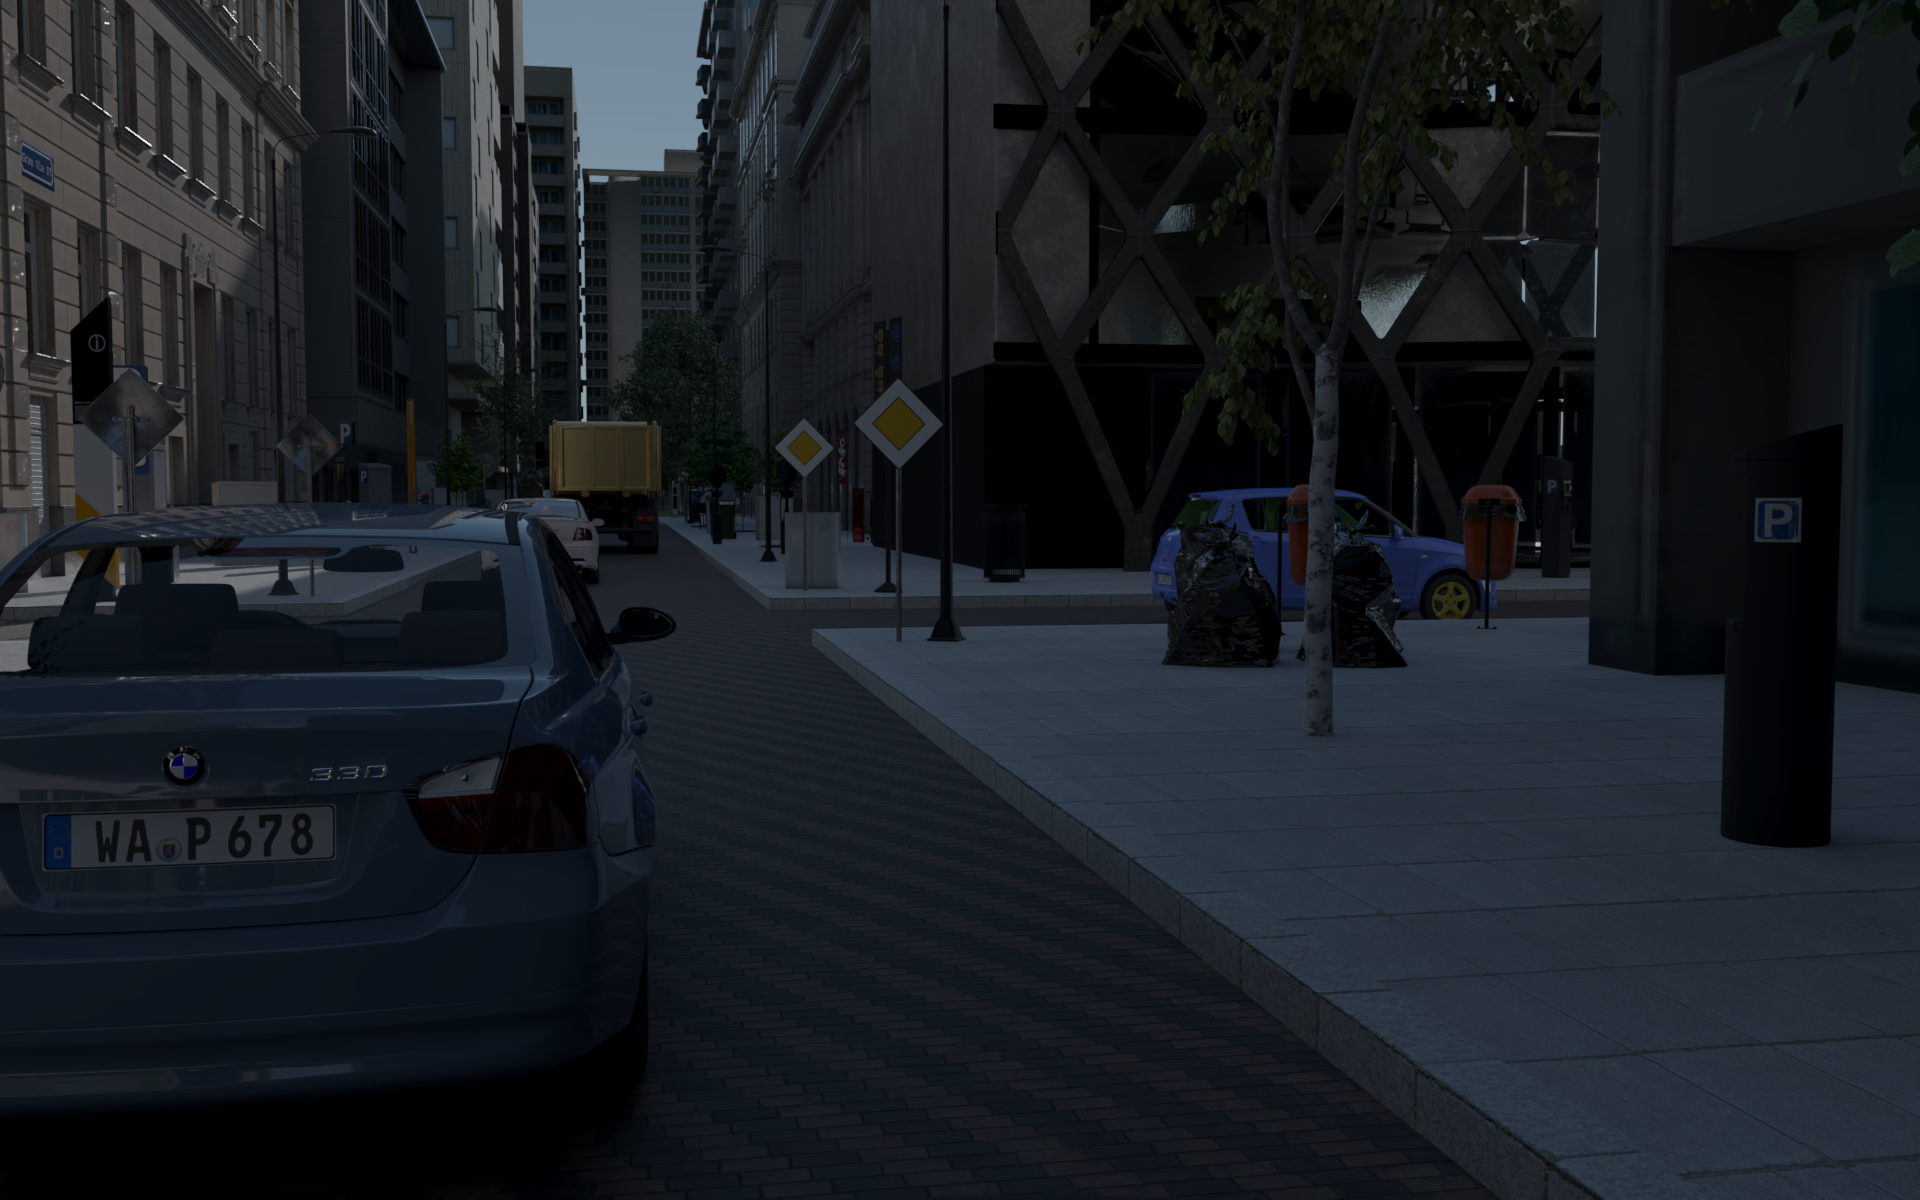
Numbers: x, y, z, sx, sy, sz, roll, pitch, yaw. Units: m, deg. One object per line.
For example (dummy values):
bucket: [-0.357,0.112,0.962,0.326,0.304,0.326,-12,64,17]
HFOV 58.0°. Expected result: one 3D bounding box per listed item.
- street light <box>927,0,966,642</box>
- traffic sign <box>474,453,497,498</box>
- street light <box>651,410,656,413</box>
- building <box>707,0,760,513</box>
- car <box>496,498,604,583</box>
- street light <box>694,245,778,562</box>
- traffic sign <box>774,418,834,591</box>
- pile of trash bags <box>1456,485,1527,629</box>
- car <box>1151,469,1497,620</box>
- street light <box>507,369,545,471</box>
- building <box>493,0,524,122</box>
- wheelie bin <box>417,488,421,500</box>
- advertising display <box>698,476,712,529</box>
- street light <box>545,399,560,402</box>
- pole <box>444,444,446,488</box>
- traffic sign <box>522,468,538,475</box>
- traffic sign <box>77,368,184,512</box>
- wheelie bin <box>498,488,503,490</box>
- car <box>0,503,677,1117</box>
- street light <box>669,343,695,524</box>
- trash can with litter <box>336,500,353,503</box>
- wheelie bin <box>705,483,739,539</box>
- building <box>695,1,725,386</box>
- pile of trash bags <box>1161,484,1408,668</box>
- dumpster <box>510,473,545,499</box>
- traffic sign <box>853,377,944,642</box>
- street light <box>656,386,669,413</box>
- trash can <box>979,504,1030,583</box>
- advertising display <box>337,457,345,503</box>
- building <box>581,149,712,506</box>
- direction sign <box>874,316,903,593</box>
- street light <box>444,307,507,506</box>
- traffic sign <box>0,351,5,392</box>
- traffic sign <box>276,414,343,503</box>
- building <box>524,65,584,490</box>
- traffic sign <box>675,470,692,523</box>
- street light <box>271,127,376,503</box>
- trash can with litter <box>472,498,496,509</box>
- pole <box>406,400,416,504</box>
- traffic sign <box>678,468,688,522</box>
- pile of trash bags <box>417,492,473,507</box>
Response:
street light: [-0.651,-2.592,14.922,1.470,5.913,1.316,-1,4,-11]
traffic sign: [-14.745,-3.277,53.691,0.768,2.556,0.104,0,4,-2]
street light: [-16.441,-7.576,96.407,1.470,5.913,1.316,-1,4,-11]
building: [-6.917,-31.049,127.255,23.786,49.044,30.456,-1,4,-11]
car: [-7.001,-1.016,28.981,2.083,1.381,4.827,-1,4,-13]
street light: [-4.168,-3.674,32.616,1.470,5.913,1.316,-1,4,-11]
traffic sign: [-2.052,-1.176,22.862,0.795,2.450,0.064,-1,4,-11]
pile of trash bags: [6.413,-0.393,16.176,3.447,1.369,1.912,1,4,21]
car: [3.969,-0.569,18.892,3.694,1.707,1.945,-1,4,-10]
street light: [-16.287,-5.603,64.143,1.470,5.913,1.316,-1,4,-11]
building: [-42.835,-30.030,141.105,14.600,45.320,14.200,-1,4,-11]
wheelie bin: [-29.199,-5.184,92.672,0.980,1.594,0.693,1,4,14]
advertising display: [-9.037,-3.525,62.841,0.974,1.923,0.123,1,4,15]
street light: [-20.231,-6.874,84.928,1.470,5.913,1.316,-1,4,-11]
pole: [-19.187,-4.338,64.778,0.158,3.312,0.155,0,3,0]
traffic sign: [-20.828,-5.127,83.935,0.768,2.556,0.104,0,4,-6]
traffic sign: [-6.619,-0.625,13.869,0.795,2.450,0.064,-1,4,-11]
wheelie bin: [-23.684,-4.971,89.180,0.693,1.594,0.980,0,4,3]
car: [-1.872,0.407,5.345,2.014,1.417,4.499,-1,4,-11]
street light: [-8.154,-4.959,53.621,1.470,5.913,1.316,-1,4,-11]
trash can with litter: [-11.427,-1.322,33.010,0.624,1.170,1.055,2,4,34]
wheelie bin: [-6.777,-2.525,49.186,0.980,1.594,0.693,-2,4,-28]
building: [-12.368,-30.706,156.667,22.147,44.769,28.867,-1,4,-11]
pile of trash bags: [2.752,-0.279,14.312,1.912,1.369,3.447,1,4,16]
dumpster: [-19.829,-4.702,79.375,1.502,2.255,1.985,-1,4,-11]
traffic sign: [-0.534,-0.696,15.022,0.795,2.450,0.064,-1,4,-11]
street light: [-12.203,-6.250,74.723,1.470,5.913,1.316,-1,4,-11]
trash can: [0.646,-0.832,25.256,0.748,1.137,0.748,0,3,0]
advertising display: [-10.961,-1.559,30.708,0.123,1.923,0.974,-1,4,-19]
building: [-30.920,-30.959,198.056,23.993,40.220,32.217,-1,4,-11]
direction sign: [-0.938,-1.868,22.546,0.379,3.537,0.876,-2,4,-25]
street light: [-12.165,-4.308,42.984,1.470,5.913,1.316,-1,4,-11]
traffic sign: [-7.216,-0.750,12.368,0.768,2.556,0.104,0,4,-6]
traffic sign: [-8.138,-1.105,21.709,0.795,2.450,0.064,-1,4,-11]
building: [-52.157,-34.487,187.569,21.600,48.544,21.300,-1,4,-11]
traffic sign: [-12.179,-4.693,76.727,0.884,2.594,0.081,0,4,-1]
street light: [-8.077,-3.023,21.963,1.470,5.913,1.316,-1,4,-11]
trash can with litter: [-14.696,-2.542,52.948,0.624,1.170,1.055,1,4,15]
pole: [-11.869,-2.669,37.486,0.158,3.312,0.155,0,3,0]
traffic sign: [-12.721,-4.921,80.570,0.768,2.556,0.104,0,4,-7]
pile of trash bags: [-26.093,-4.755,87.492,1.912,1.369,3.447,1,4,23]
